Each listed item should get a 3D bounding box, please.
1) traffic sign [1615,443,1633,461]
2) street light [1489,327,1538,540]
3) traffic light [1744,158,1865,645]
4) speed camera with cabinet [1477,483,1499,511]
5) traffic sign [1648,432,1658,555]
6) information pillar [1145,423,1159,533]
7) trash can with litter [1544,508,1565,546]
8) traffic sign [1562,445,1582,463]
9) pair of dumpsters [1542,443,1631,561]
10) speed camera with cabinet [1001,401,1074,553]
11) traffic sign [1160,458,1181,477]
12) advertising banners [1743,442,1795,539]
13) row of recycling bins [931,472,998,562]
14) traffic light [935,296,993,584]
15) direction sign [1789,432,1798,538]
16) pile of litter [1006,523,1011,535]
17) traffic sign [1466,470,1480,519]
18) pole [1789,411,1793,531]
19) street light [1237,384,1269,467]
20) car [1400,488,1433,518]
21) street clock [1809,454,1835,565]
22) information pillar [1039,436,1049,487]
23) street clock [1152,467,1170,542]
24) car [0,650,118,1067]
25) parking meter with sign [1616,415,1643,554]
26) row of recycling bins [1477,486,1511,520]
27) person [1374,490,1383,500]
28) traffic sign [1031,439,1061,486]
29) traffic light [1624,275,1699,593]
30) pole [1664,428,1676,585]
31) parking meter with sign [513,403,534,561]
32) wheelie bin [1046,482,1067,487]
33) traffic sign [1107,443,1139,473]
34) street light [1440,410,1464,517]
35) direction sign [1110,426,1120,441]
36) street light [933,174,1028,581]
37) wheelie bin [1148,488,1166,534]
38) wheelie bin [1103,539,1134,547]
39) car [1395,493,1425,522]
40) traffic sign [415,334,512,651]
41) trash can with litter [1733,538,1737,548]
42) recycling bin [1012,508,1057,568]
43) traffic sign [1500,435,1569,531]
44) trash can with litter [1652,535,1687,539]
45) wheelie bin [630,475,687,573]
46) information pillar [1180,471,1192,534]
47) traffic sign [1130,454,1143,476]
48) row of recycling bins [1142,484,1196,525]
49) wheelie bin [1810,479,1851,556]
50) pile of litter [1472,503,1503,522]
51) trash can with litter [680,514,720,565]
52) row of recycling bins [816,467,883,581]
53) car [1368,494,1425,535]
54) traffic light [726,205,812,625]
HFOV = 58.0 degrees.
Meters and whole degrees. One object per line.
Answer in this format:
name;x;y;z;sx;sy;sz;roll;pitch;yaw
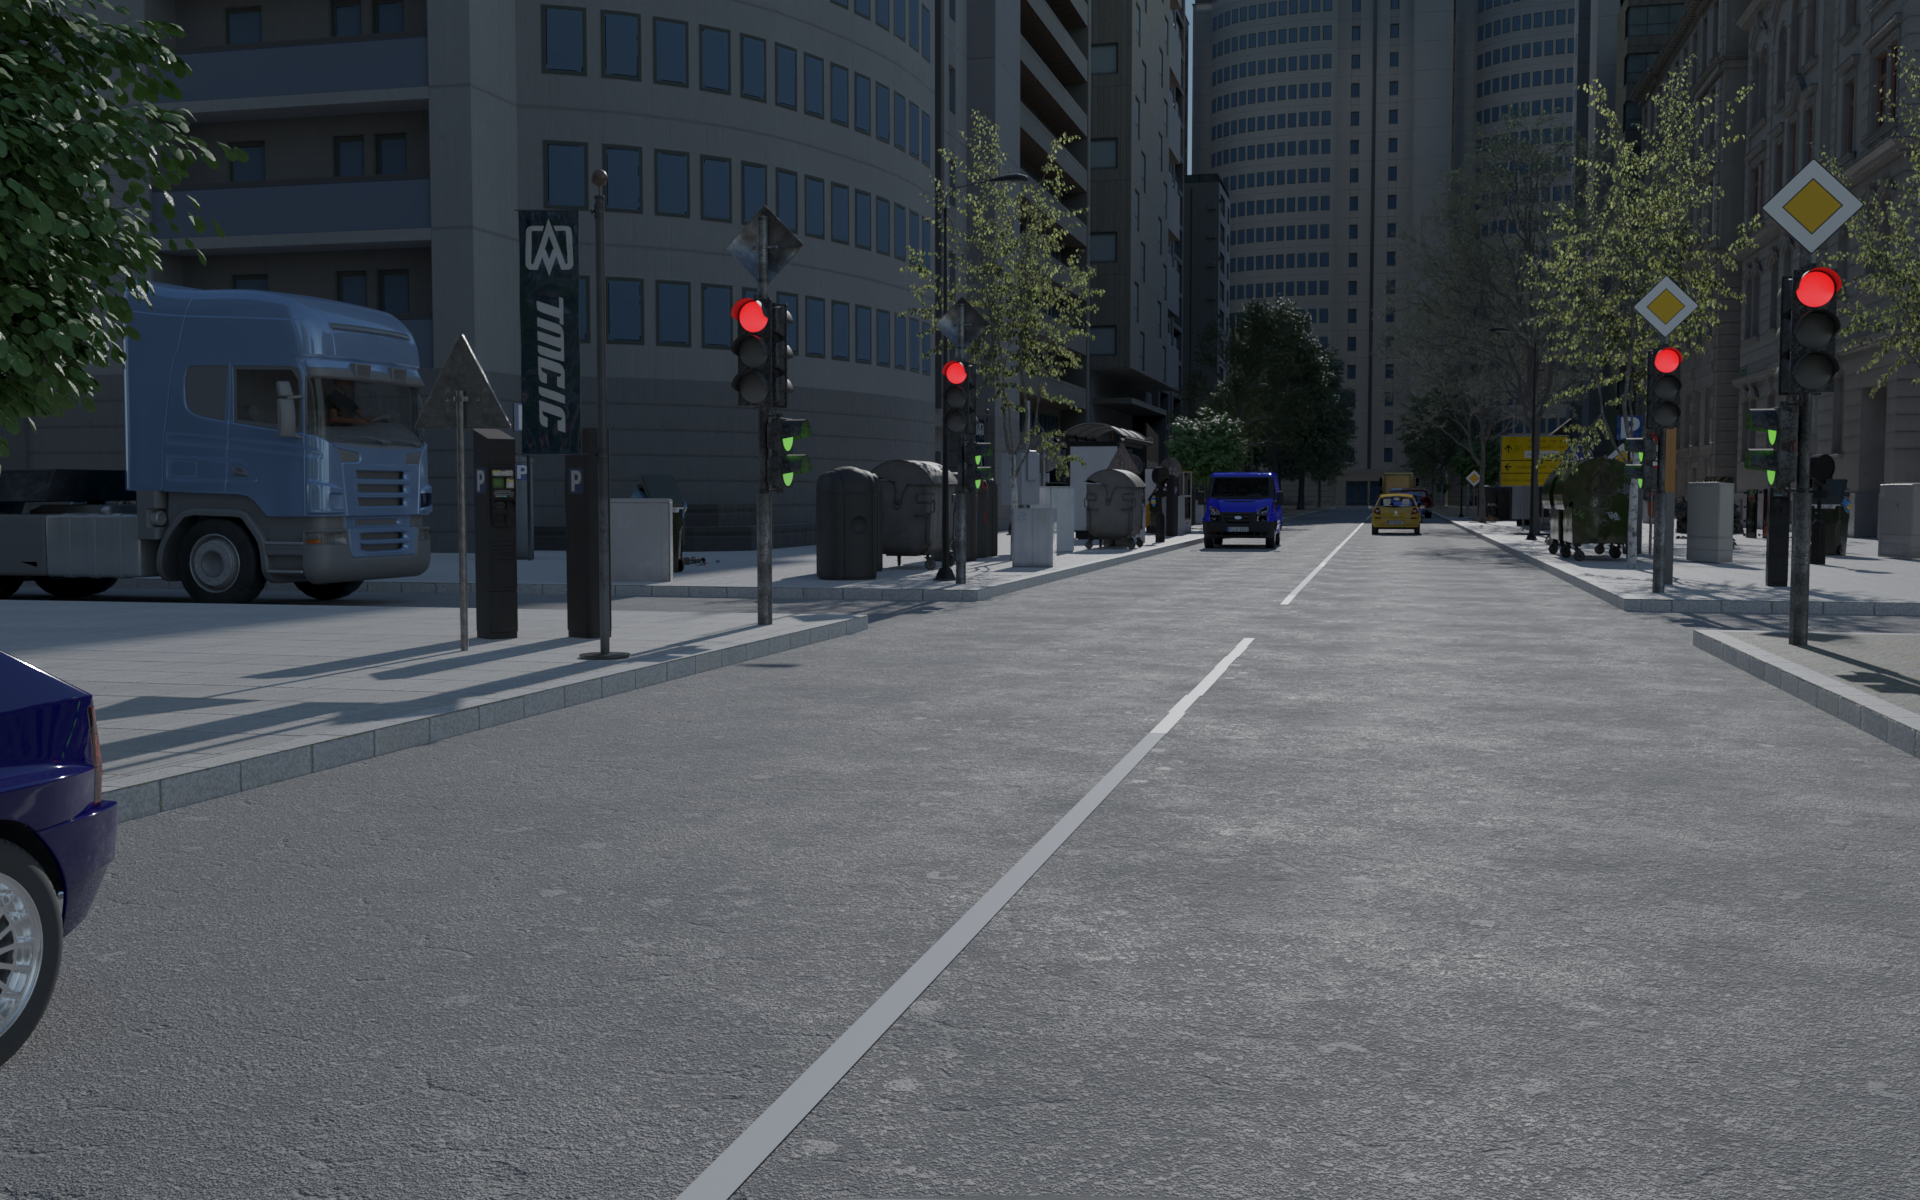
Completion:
traffic sign;14.906;-2.314;39.019;0.795;2.450;0.064;1;4;17
street light;15.416;-4.632;48.268;1.470;5.913;1.316;1;4;14
traffic light;7.139;-1.575;14.679;0.839;4.253;0.868;1;4;14
speed camera with cabinet;29.033;-6.095;93.996;2.038;3.252;0.660;-2;4;-29
traffic sign;14.607;-2.238;36.588;0.884;2.594;0.081;1;4;14
information pillar;6.335;-4.035;57.323;0.504;3.616;0.183;-2;4;-27
trash can with litter;14.801;-1.937;43.057;0.624;1.170;1.055;0;4;-1
traffic sign;15.973;-2.736;44.841;0.768;2.556;0.104;1;4;19
pair of dumpsters;12.703;-1.978;34.840;1.574;2.255;4.437;1;4;14
speed camera with cabinet;1.695;-2.635;37.413;0.660;3.252;2.038;3;4;37
traffic sign;7.328;-3.689;60.426;0.768;2.556;0.104;1;4;21
advertising banners;23.255;-3.277;49.768;0.090;3.025;2.074;-1;4;-12
row of recycling bins;0.071;-1.674;34.486;1.069;1.692;3.534;1;4;10
traffic light;0.030;-2.186;24.655;0.839;4.253;0.868;1;4;14
direction sign;24.255;-3.556;50.141;0.379;3.537;0.876;1;4;15
pile of litter;2.219;-2.474;54.422;1.719;0.858;1.176;-1;4;-13
traffic sign;24.619;-5.002;82.975;0.795;2.450;0.064;1;4;18
pole;20.347;-2.984;42.632;0.158;3.312;0.155;0;3;0
street light;12.278;-6.150;73.097;1.470;5.913;1.316;1;4;14
car;27.401;-5.866;104.587;2.281;1.827;5.304;1;4;13
street clock;15.649;-1.650;31.547;0.471;2.002;0.358;-1;4;-19
information pillar;3.339;-4.725;68.602;0.504;3.616;0.183;3;5;40
street clock;5.324;-2.535;46.022;0.471;2.002;0.358;-3;5;-41
car;-3.562;0.576;3.164;1.945;1.354;3.894;1;4;16
parking meter with sign;14.576;-2.530;37.623;0.543;3.016;1.738;1;4;17
row of recycling bins;26.583;-4.765;85.023;3.534;1.692;1.069;-3;5;-44
person;34.940;-8.240;143.938;1.217;1.736;0.721;-1;4;-18
traffic sign;1.932;-2.433;39.889;0.768;2.556;0.104;1;4;16
traffic light;9.070;-2.049;22.428;0.839;4.253;0.868;1;4;14
pole;10.024;-1.876;24.510;0.158;3.312;0.155;0;3;0
parking meter with sign;-8.636;-2.310;34.033;0.543;3.016;1.738;-2;4;-25
wheelie bin;2.528;-2.312;45.710;0.980;1.594;0.693;0;4;-7
traffic sign;4.087;-2.680;43.829;0.884;2.594;0.081;1;4;20
street light;27.095;-7.514;95.391;1.470;5.913;1.316;1;4;14
direction sign;5.165;-4.020;57.726;0.379;3.537;0.876;-1;4;-16
street light;0.307;-3.233;25.397;1.470;5.913;1.316;1;4;14
wheelie bin;6.537;-2.967;56.410;0.693;1.594;0.980;1;4;22
wheelie bin;3.822;-2.110;42.412;0.980;1.594;0.693;-2;4;-25
car;22.836;-4.844;88.783;1.945;1.707;3.694;1;4;14
traffic sign;-4.060;-0.863;14.116;0.884;2.594;0.081;1;4;16
trash can with litter;18.296;-1.843;41.521;0.624;1.170;1.055;0;4;-4
recycling bin;1.317;-1.103;30.593;0.722;1.027;0.722;1;4;9
traffic sign;19.858;-4.041;59.939;2.265;3.308;0.079;1;4;14
trash can with litter;20.957;-2.357;49.594;2.233;1.210;1.678;1;4;20
wheelie bin;-4.960;-1.245;28.270;0.980;1.594;0.693;-3;5;-42
information pillar;7.327;-3.166;56.263;0.304;2.012;0.304;-1;4;-16
traffic sign;5.485;-3.399;55.688;0.768;2.556;0.104;1;4;20
row of recycling bins;8.007;-3.961;71.878;3.534;1.692;1.069;1;4;12
wheelie bin;18.228;-1.739;36.346;0.980;1.594;0.693;3;5;45
pile of litter;24.817;-4.127;81.447;1.176;0.858;1.719;-1;4;-8
trash can with litter;-5.237;-1.278;31.947;1.678;1.210;2.233;-1;4;-20
row of recycling bins;-1.749;-1.240;27.386;1.069;1.692;3.534;0;4;0
car;15.788;-3.208;62.668;2.015;1.641;3.980;1;4;14
traffic light;-1.901;-1.712;16.906;0.839;4.253;0.868;1;4;14
